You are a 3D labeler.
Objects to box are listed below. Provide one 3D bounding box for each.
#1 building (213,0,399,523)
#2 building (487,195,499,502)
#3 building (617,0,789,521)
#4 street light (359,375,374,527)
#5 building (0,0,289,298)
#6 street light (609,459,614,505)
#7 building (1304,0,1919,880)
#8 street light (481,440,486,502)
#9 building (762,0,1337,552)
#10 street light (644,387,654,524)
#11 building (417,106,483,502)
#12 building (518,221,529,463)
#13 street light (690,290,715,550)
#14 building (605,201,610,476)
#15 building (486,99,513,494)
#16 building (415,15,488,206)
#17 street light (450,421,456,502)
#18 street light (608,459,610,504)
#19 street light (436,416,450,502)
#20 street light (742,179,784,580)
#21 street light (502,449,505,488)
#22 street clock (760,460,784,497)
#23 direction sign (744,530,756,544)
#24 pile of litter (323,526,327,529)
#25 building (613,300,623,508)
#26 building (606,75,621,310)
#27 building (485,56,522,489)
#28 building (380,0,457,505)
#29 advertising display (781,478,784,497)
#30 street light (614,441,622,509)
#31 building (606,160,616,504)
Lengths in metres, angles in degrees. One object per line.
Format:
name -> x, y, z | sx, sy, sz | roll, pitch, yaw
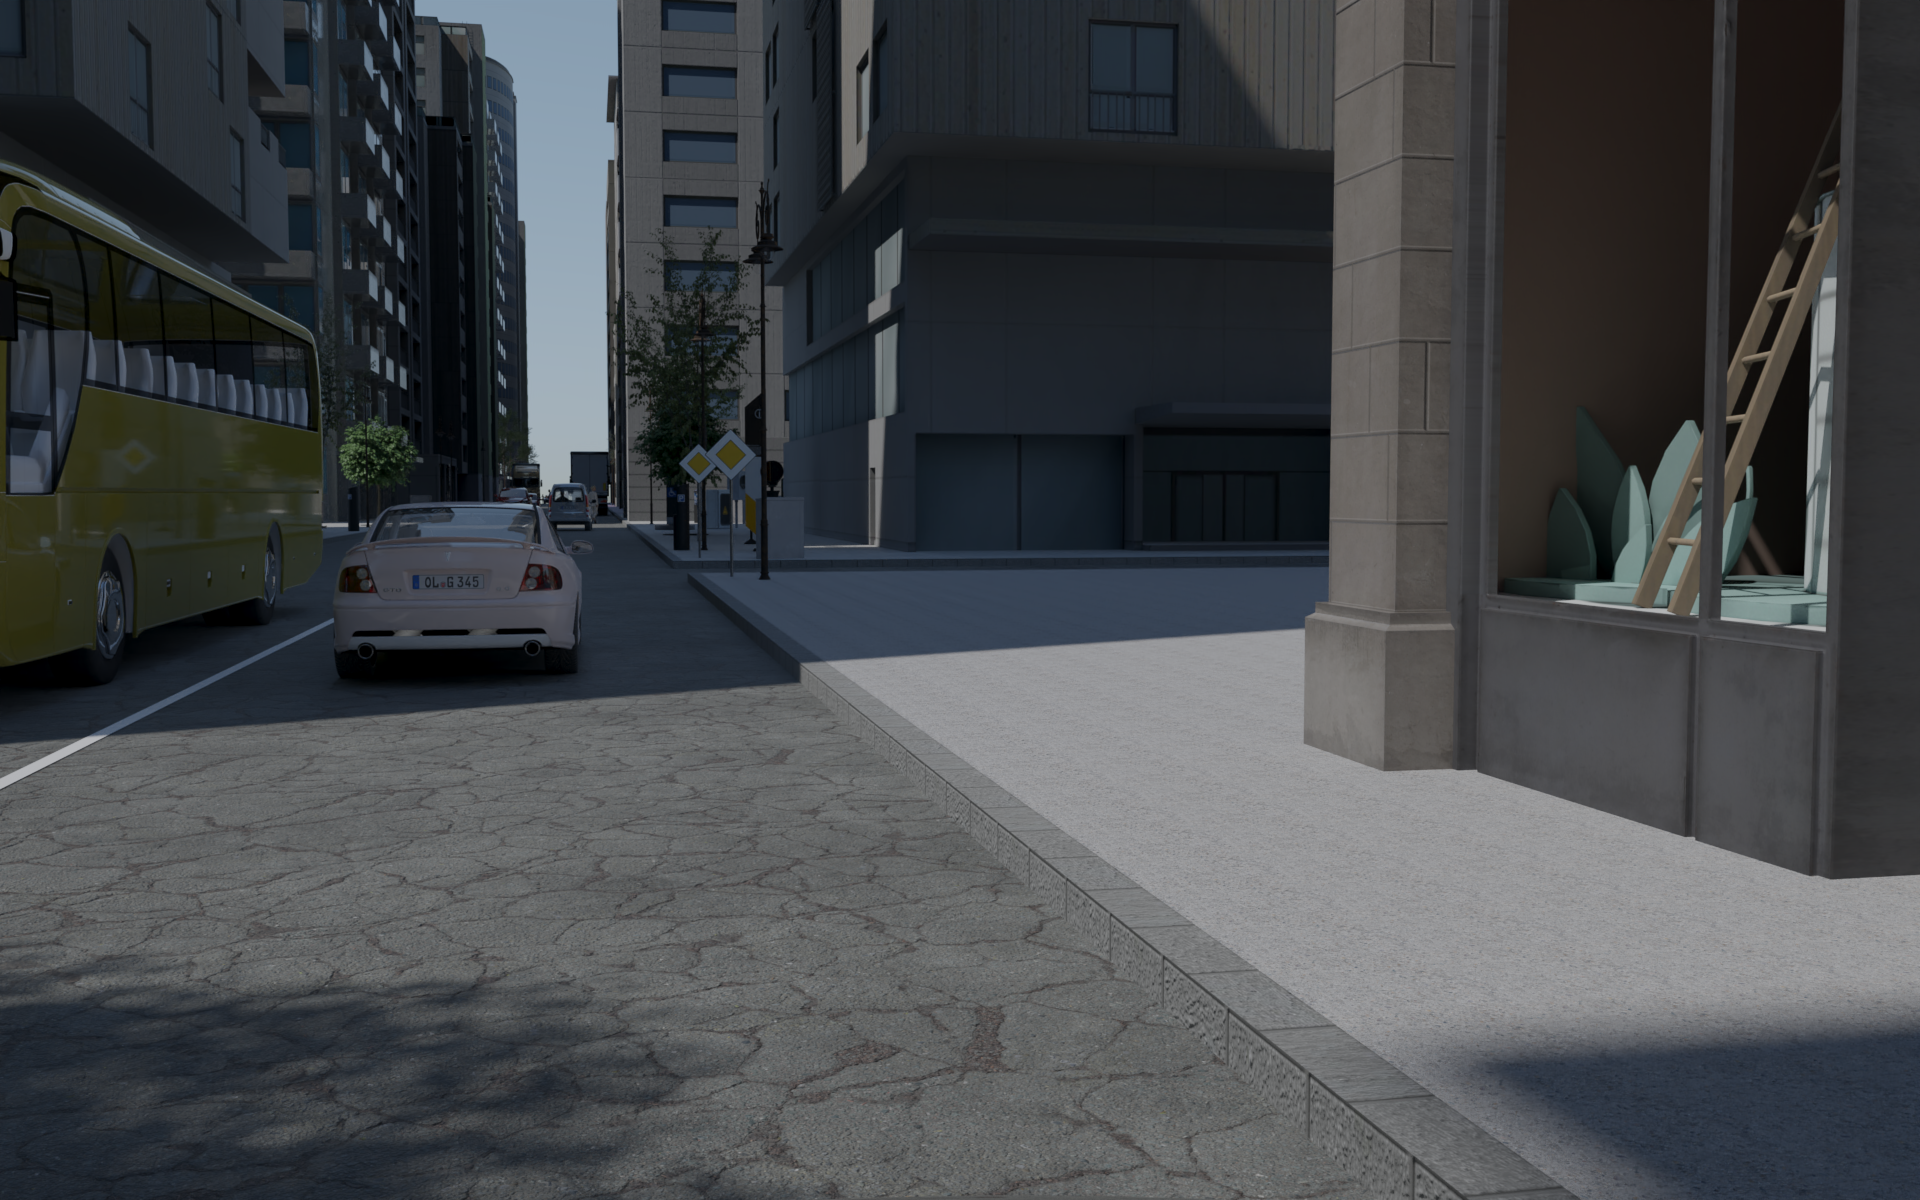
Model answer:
building -> -39.879, -28.453, 84.818 | 23.786, 49.044, 30.456 | -1, 4, -12
building -> -50.136, -23.687, 158.988 | 14.160, 30.474, 14.107 | -1, 4, -12
building -> -8.227, -33.851, 95.456 | 21.231, 58.520, 28.212 | -1, 4, -12
street light -> -22.761, -5.726, 66.412 | 0.468, 5.910, 1.993 | -1, 4, -12
building -> -32.311, -27.634, 41.050 | 28.713, 52.752, 27.495 | -1, 4, -12
street light -> -36.416, -12.834, 182.623 | 0.468, 5.910, 1.993 | -1, 4, -12
building -> 6.380, -9.600, 7.865 | 10.553, 20.767, 40.483 | -1, 4, -12
street light -> -38.862, -10.304, 141.263 | 0.468, 5.910, 1.993 | -1, 4, -12
building -> 8.516, -28.179, 49.968 | 27.495, 52.752, 28.713 | -1, 4, -12
street light -> -13.124, -6.162, 73.530 | 0.468, 5.910, 1.993 | -1, 4, -12
building -> -44.178, -22.005, 131.483 | 14.160, 30.474, 14.107 | -1, 4, -12
building -> -70.000, -34.674, 250.511 | 14.154, 41.232, 14.086 | -1, 4, -12
street light -> -5.833, -4.070, 39.333 | 0.468, 5.910, 1.993 | -1, 4, -12
building -> -45.541, -37.194, 258.233 | 14.600, 45.320, 14.200 | -1, 4, -12
building -> -64.267, -35.447, 199.165 | 23.786, 49.044, 30.456 | -1, 4, -12
building -> -47.048, -28.216, 144.930 | 14.154, 41.232, 14.086 | -1, 4, -12
street light -> -31.556, -8.239, 107.502 | 0.468, 5.910, 1.993 | -1, 4, -12
street light -> -39.357, -13.658, 196.094 | 0.468, 5.910, 1.993 | -1, 4, -12
street light -> -30.228, -7.835, 100.891 | 0.468, 5.910, 1.993 | -1, 4, -12
street light -> -2.930, -3.242, 25.792 | 0.468, 5.910, 1.993 | -1, 4, -12
street light -> -46.043, -12.371, 175.050 | 0.468, 5.910, 1.993 | -1, 4, -12
street clock -> -4.052, -2.005, 37.358 | 0.471, 2.002, 0.358 | -1, 4, -19
direction sign -> -5.347, -3.197, 44.276 | 0.379, 3.537, 0.876 | -1, 4, -8
pile of litter -> -24.457, -3.108, 64.786 | 1.719, 0.858, 1.176 | 2, 4, 35
building -> -19.949, -19.974, 171.611 | 27.650, 21.520, 28.899 | -1, 4, -12
building -> -29.233, -38.389, 216.894 | 28.713, 52.752, 27.495 | -1, 4, -12
building -> -69.482, -41.986, 228.465 | 21.231, 58.520, 28.212 | -1, 4, -12
building -> -44.159, -41.228, 112.324 | 20.563, 71.187, 20.611 | -1, 4, -12
advertising display -> -6.725, -3.931, 69.493 | 0.974, 1.923, 0.123 | -3, 4, -36
street light -> -29.248, -10.767, 148.833 | 0.468, 5.910, 1.993 | -1, 4, -12
building -> -37.872, -37.722, 240.463 | 21.300, 48.544, 21.600 | -1, 4, -12
